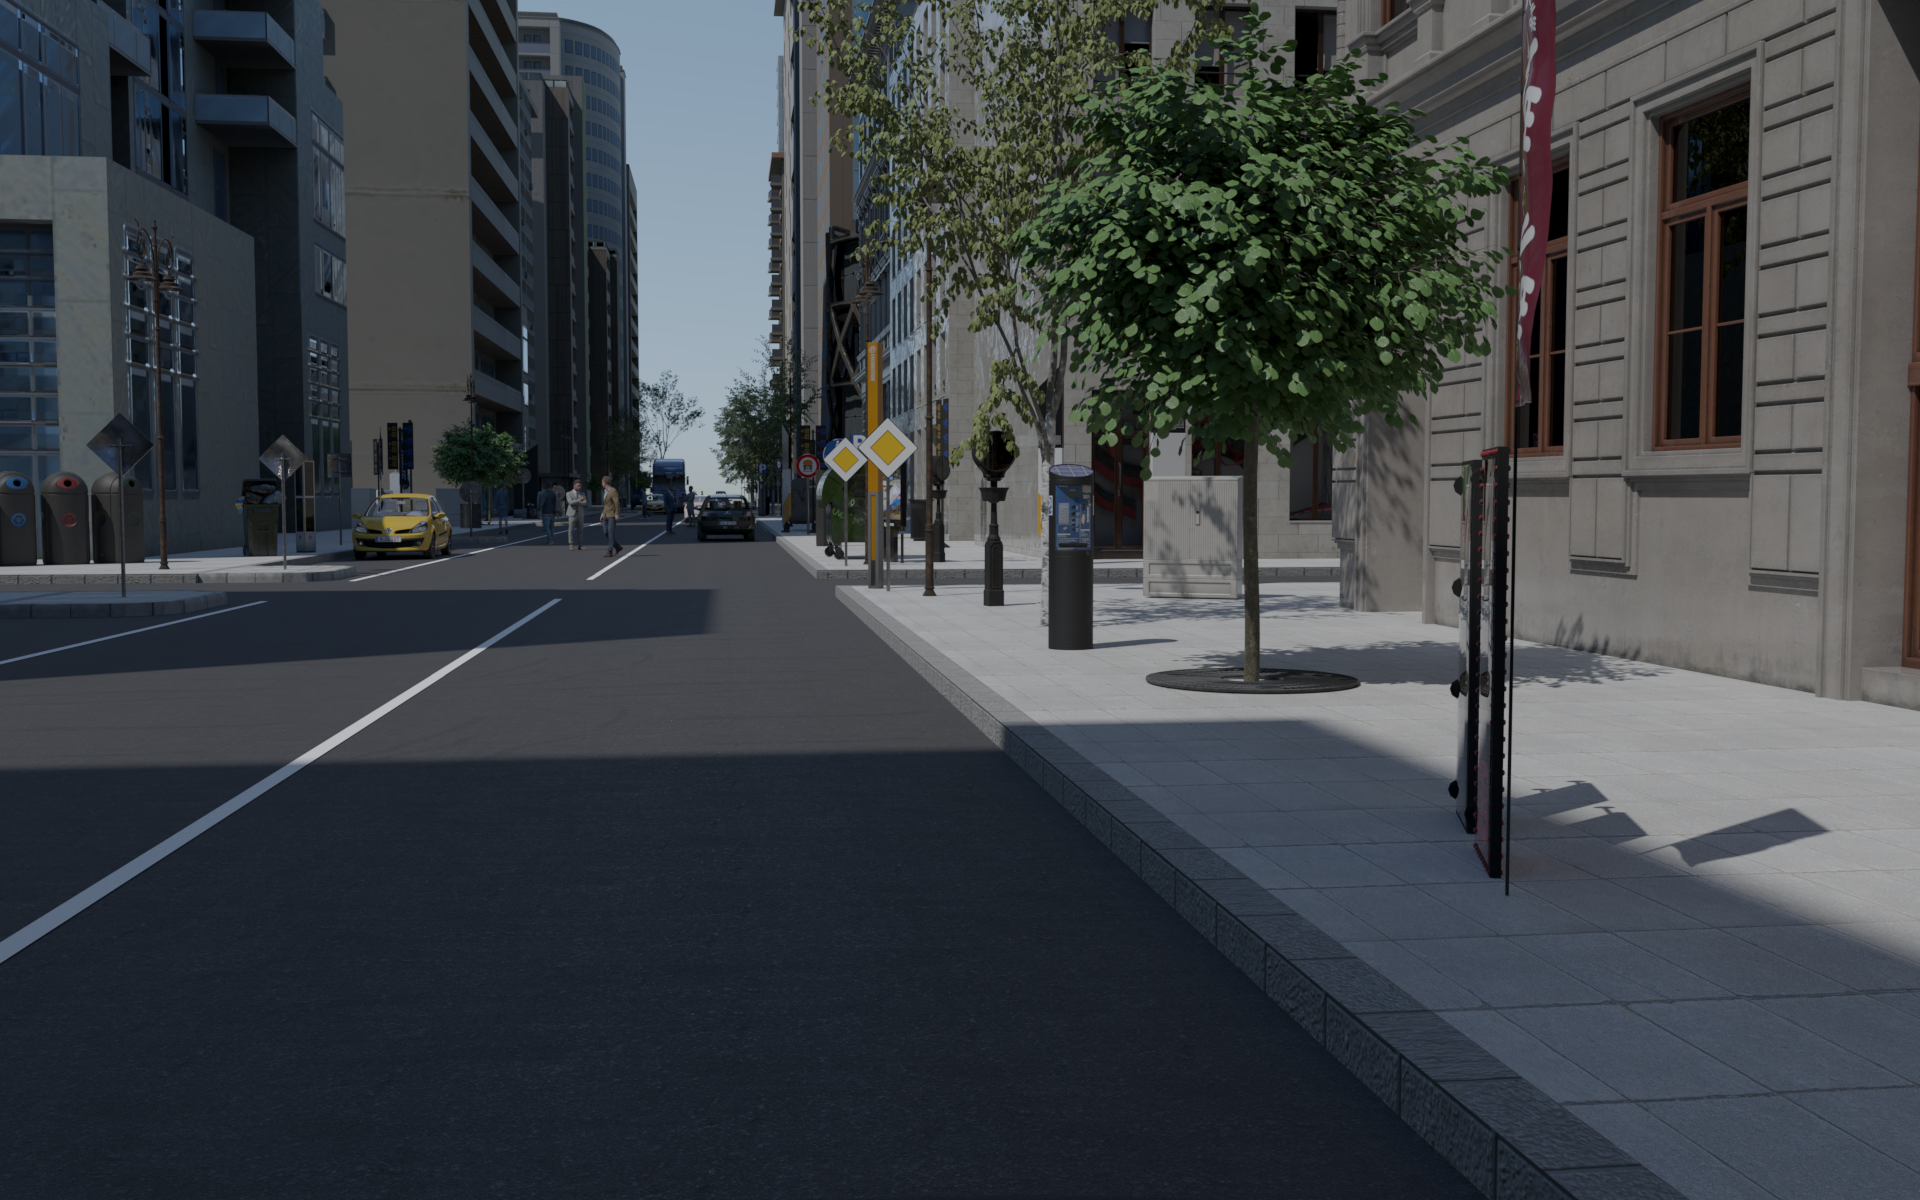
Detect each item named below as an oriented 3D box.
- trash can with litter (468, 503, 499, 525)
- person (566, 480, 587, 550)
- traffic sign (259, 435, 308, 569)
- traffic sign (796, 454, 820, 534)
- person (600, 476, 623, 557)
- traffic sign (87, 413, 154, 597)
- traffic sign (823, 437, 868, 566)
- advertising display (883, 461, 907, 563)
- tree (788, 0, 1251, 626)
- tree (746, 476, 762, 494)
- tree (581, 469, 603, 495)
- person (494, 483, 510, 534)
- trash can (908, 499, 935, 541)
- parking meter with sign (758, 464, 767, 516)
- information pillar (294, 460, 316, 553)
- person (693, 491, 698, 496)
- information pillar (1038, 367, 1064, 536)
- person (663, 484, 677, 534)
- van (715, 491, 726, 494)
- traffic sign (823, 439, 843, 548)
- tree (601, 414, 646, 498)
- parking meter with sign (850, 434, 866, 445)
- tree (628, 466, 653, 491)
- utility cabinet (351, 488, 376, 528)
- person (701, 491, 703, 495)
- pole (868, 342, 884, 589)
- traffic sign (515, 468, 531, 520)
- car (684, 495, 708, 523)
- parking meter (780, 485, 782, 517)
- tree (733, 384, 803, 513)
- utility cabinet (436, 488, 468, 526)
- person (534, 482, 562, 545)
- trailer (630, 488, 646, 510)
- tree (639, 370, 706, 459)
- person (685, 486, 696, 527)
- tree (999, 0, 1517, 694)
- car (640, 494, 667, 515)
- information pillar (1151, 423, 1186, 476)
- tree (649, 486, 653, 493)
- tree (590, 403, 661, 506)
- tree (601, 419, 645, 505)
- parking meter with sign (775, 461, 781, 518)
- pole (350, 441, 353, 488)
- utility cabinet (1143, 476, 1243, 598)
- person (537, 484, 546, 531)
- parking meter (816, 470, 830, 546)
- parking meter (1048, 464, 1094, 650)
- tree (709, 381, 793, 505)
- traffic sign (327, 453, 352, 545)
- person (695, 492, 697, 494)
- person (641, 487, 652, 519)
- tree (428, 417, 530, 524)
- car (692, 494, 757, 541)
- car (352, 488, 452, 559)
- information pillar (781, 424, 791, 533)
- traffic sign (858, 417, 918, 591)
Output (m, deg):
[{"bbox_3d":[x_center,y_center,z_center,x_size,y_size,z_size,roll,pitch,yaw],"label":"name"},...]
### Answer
[{"bbox_3d":[-19.892,-3.642,70.600,2.233,1.210,1.678,-1,4,-12],"label":"trash can with litter"},{"bbox_3d":[-9.769,-2.174,44.219,0.466,1.800,0.511,3,5,42],"label":"person"},{"bbox_3d":[-11.484,-1.577,29.418,0.795,2.450,0.064,0,4,-8],"label":"traffic sign"},{"bbox_3d":[-4.817,-3.352,54.903,0.768,2.556,0.104,0,4,-2],"label":"traffic sign"},{"bbox_3d":[-8.012,-1.913,39.681,0.656,1.842,0.836,1,4,20],"label":"person"},{"bbox_3d":[-10.409,-1.093,21.506,0.795,2.450,0.064,0,4,-8],"label":"traffic sign"},{"bbox_3d":[-2.024,-1.654,30.679,0.795,2.450,0.064,0,4,-8],"label":"traffic sign"},{"bbox_3d":[-1.300,-1.672,32.543,0.123,1.923,0.974,-2,4,-32],"label":"advertising display"},{"bbox_3d":[0.623,-4.059,16.722,4.737,8.622,4.395,0,3,0],"label":"tree"},{"bbox_3d":[-19.310,-10.533,166.809,1.663,3.219,1.824,0,3,0],"label":"tree"},{"bbox_3d":[-28.718,-8.672,136.387,1.663,3.219,1.824,0,3,0],"label":"tree"},{"bbox_3d":[-16.358,-3.263,61.875,0.581,1.822,0.654,-2,4,-24],"label":"person"},{"bbox_3d":[-1.054,-2.182,47.328,0.748,1.137,0.748,0,3,0],"label":"trash can"},{"bbox_3d":[-11.490,-6.379,100.554,0.543,3.016,1.738,-1,4,-9],"label":"parking meter with sign"},{"bbox_3d":[-14.344,-2.045,37.934,0.304,2.012,0.304,2,4,31],"label":"information pillar"},{"bbox_3d":[-31.495,-12.026,205.112,1.348,1.826,0.705,1,4,22],"label":"person"},{"bbox_3d":[1.656,-2.439,31.240,0.504,3.616,0.183,2,4,28],"label":"information pillar"},{"bbox_3d":[-10.481,-3.295,62.555,0.419,1.800,0.721,1,4,21],"label":"person"},{"bbox_3d":[-31.127,-13.375,225.690,2.013,2.044,4.112,0,4,-6],"label":"van"},{"bbox_3d":[-2.763,-2.433,39.890,0.768,2.556,0.104,0,4,-7],"label":"traffic sign"},{"bbox_3d":[-31.506,-12.867,160.729,4.737,8.622,4.395,0,3,0],"label":"tree"},{"bbox_3d":[-2.674,-3.265,49.638,0.543,3.016,1.738,-1,4,-18],"label":"parking meter with sign"},{"bbox_3d":[-36.972,-13.264,200.583,4.285,4.588,4.351,0,3,0],"label":"tree"},{"bbox_3d":[-22.444,-3.452,65.123,1.173,1.500,0.318,2,4,30],"label":"utility cabinet"},{"bbox_3d":[-31.745,-12.506,212.974,0.705,1.824,1.348,-1,4,-9],"label":"person"},{"bbox_3d":[-1.142,-1.809,23.425,0.158,3.312,0.155,0,3,0],"label":"pole"},{"bbox_3d":[-21.479,-5.201,85.148,0.768,2.556,0.104,0,4,-2],"label":"traffic sign"},{"bbox_3d":[-12.865,-4.571,87.092,2.083,1.381,4.827,0,4,-6],"label":"car"},{"bbox_3d":[-9.867,-5.566,96.715,0.255,1.863,0.399,0,4,4],"label":"parking meter"},{"bbox_3d":[-12.622,-10.059,114.824,4.360,8.622,3.978,0,3,0],"label":"tree"},{"bbox_3d":[-19.948,-3.631,68.050,1.173,1.500,0.318,0,3,0],"label":"utility cabinet"},{"bbox_3d":[-11.496,-2.425,48.493,0.721,1.781,0.623,2,4,29],"label":"person"},{"bbox_3d":[-28.027,-8.814,151.162,1.471,1.999,3.904,0,4,-6],"label":"trailer"},{"bbox_3d":[-44.003,-24.834,261.924,12.611,20.169,13.585,0,3,0],"label":"tree"},{"bbox_3d":[-11.865,-4.117,75.990,0.511,1.800,0.466,2,4,31],"label":"person"},{"bbox_3d":[1.968,-1.714,11.735,4.285,4.588,4.351,0,3,0],"label":"tree"},{"bbox_3d":[-21.386,-6.795,121.327,2.015,1.641,3.980,-1,4,-9],"label":"car"},{"bbox_3d":[2.833,-1.964,23.474,0.504,3.616,0.183,-1,4,-13],"label":"information pillar"},{"bbox_3d":[-42.582,-15.110,241.642,1.663,3.219,1.824,0,3,0],"label":"tree"},{"bbox_3d":[-34.675,-14.939,178.669,8.767,10.594,7.601,1,4,17],"label":"tree"},{"bbox_3d":[-32.978,-13.400,169.454,4.360,8.622,3.978,0,3,0],"label":"tree"},{"bbox_3d":[-8.774,-5.788,90.892,1.738,3.016,0.543,1,4,17],"label":"parking meter with sign"},{"bbox_3d":[-23.238,-4.414,66.019,0.158,3.312,0.155,0,3,0],"label":"pole"},{"bbox_3d":[2.855,-0.769,21.258,1.173,1.500,0.318,1,4,22],"label":"utility cabinet"},{"bbox_3d":[-16.250,-3.628,67.917,0.635,1.810,0.391,-1,4,-22],"label":"person"},{"bbox_3d":[-3.339,-2.252,42.534,0.255,1.863,0.399,2,4,30],"label":"parking meter"},{"bbox_3d":[0.919,-0.363,14.344,0.372,1.533,0.369,0,3,0],"label":"parking meter"},{"bbox_3d":[-23.365,-17.674,195.619,9.857,13.997,8.962,0,3,0],"label":"tree"},{"bbox_3d":[-15.498,-2.518,43.304,0.606,2.300,0.079,0,4,-3],"label":"traffic sign"},{"bbox_3d":[-36.306,-13.974,237.759,1.217,1.735,0.721,-2,4,-35],"label":"person"},{"bbox_3d":[-17.807,-5.480,98.121,0.620,1.820,0.660,-1,4,-22],"label":"person"},{"bbox_3d":[-21.073,-5.745,77.651,4.285,4.588,4.351,0,3,0],"label":"tree"},{"bbox_3d":[-7.331,-2.709,54.072,2.009,1.686,4.222,-1,4,-10],"label":"car"},{"bbox_3d":[-12.630,-1.778,39.298,2.015,1.641,3.980,-1,4,-8],"label":"car"},{"bbox_3d":[-5.779,-4.056,57.668,0.183,3.616,0.504,-2,4,-31],"label":"information pillar"},{"bbox_3d":[-0.948,-1.170,22.766,0.795,2.450,0.064,0,4,-8],"label":"traffic sign"}]
